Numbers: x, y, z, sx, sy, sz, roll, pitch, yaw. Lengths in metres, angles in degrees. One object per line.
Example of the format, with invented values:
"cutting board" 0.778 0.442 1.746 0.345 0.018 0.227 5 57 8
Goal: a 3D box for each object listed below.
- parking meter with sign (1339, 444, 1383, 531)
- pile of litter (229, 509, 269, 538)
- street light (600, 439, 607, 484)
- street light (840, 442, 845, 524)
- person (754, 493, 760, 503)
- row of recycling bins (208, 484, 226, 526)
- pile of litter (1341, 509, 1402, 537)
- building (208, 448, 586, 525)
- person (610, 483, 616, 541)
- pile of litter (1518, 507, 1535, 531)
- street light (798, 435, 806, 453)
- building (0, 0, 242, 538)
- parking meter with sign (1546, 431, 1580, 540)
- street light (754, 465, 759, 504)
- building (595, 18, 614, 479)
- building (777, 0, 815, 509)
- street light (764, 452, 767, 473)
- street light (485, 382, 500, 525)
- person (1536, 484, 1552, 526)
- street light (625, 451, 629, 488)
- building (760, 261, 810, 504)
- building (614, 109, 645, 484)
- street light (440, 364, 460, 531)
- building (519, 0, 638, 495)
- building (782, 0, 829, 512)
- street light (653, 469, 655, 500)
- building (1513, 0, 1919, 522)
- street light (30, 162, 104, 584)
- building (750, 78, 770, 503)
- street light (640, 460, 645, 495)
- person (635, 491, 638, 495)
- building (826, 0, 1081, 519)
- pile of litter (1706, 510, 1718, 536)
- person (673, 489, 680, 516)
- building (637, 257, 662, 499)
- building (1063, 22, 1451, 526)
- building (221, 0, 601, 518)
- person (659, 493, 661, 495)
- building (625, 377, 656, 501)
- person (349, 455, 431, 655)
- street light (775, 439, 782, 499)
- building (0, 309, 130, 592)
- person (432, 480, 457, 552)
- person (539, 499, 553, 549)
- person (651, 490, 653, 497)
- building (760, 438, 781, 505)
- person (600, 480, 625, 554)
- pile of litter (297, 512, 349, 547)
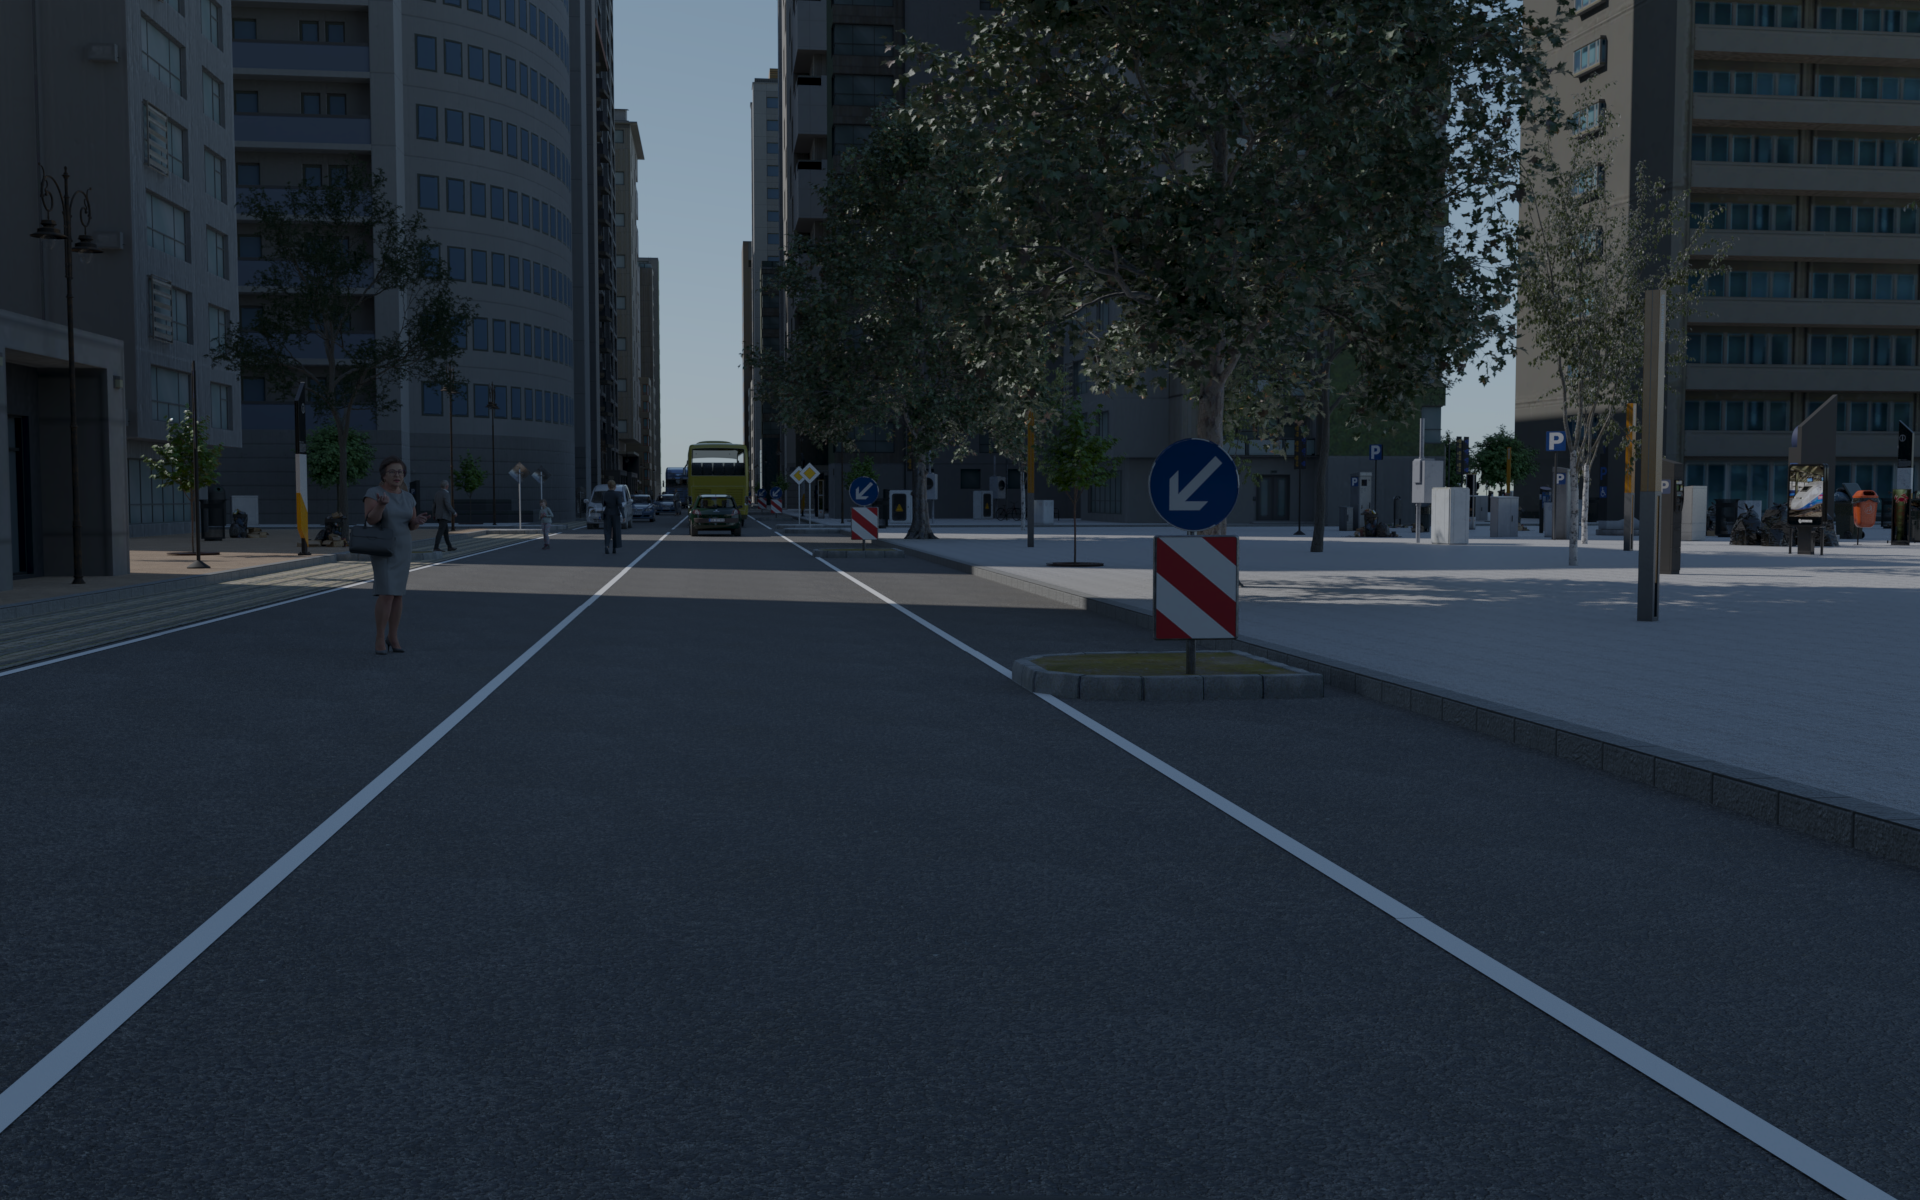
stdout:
"parking meter with sign" 13.953 -3.922 60.390 1.738 3.016 0.543 -3 4 -37
"pile of litter" -20.956 -2.269 51.071 1.176 0.858 1.719 0 4 2
"street light" -29.987 -10.607 146.217 0.468 5.910 1.993 0 4 -8
"street light" -5.117 -6.266 75.243 0.468 5.910 1.993 0 4 -8
"person" -27.087 -13.541 230.621 0.799 1.438 0.628 -1 4 -18
"row of recycling bins" -31.231 -3.795 69.168 3.534 1.692 1.069 -1 4 -23
"pile of litter" 12.283 -2.308 51.694 1.719 0.858 1.176 3 5 41
"building" -30.256 -33.246 85.563 21.231 58.520 28.212 0 4 -8
"person" -10.631 -2.703 53.032 0.374 1.781 0.599 2 4 28
"pile of litter" 19.317 -2.856 60.663 1.176 0.858 1.719 -1 4 -18
"street light" -10.135 -8.440 110.779 0.468 5.910 1.993 0 4 -8
"building" -31.050 -22.639 53.745 14.086 41.232 14.154 0 4 -8
"parking meter with sign" 17.013 -3.211 48.769 0.543 3.016 1.738 2 4 35
"street light" -27.535 -15.907 232.872 0.468 5.910 1.993 0 4 -8
"building" -43.239 -30.708 156.697 22.147 44.769 28.867 0 4 -8
"building" -6.567 -38.006 163.391 21.231 58.520 28.212 0 4 -8
"street light" -20.807 -13.018 185.624 0.468 5.910 1.993 0 4 -8
"street light" -19.195 -6.022 71.247 0.468 5.910 1.993 0 4 -8
"person" 25.155 -4.044 74.389 0.659 1.850 0.755 -3 4 -36
"street light" -35.098 -12.836 182.655 0.468 5.910 1.993 0 4 -8
"building" -17.845 -27.174 216.001 14.160 30.474 14.107 0 4 -8
"building" -58.317 -39.752 239.189 28.713 52.752 27.495 0 4 -8
"street light" -17.650 -5.341 60.114 0.468 5.910 1.993 0 4 -8
"building" -48.386 -46.657 201.086 20.563 71.187 20.611 0 4 -8
"building" 1.226 -32.764 124.926 28.713 52.752 27.495 0 4 -8
"street light" -46.732 -17.854 264.699 0.468 5.910 1.993 0 4 -8
"building" 40.694 -28.441 88.711 21.600 48.544 21.300 0 4 -8
"street light" -12.602 -3.168 24.583 0.468 5.910 1.993 0 4 -8
"building" -19.178 -43.169 247.817 21.231 58.520 28.212 0 4 -8
"street light" -41.638 -15.643 228.545 0.468 5.910 1.993 0 4 -8
"person" -27.975 -8.551 149.031 0.721 1.735 1.217 -2 4 -31
"building" -0.483 -19.855 96.326 14.160 30.474 14.107 0 4 -8
"pile of litter" 22.970 -2.393 53.098 1.719 0.858 1.176 0 4 -1
"person" -18.486 -6.353 112.641 0.520 1.790 0.573 1 4 10
"building" -57.551 -37.107 290.289 14.154 41.232 14.086 0 4 -8
"building" 12.858 -24.157 78.564 14.086 41.232 14.154 0 4 -8
"building" -37.042 -35.420 121.108 21.231 58.520 28.212 0 4 -8
"person" -49.414 -16.840 284.606 0.599 1.433 0.991 1 4 10
"building" -61.689 -25.908 268.636 27.650 21.520 28.899 0 4 -8
"person" -5.124 -0.408 15.533 0.532 1.782 0.716 3 5 39
"street light" -15.758 -10.844 150.093 0.468 5.910 1.993 0 4 -8
"building" -22.804 -35.567 19.769 20.563 71.187 20.611 0 4 -8
"person" -12.720 -2.078 42.872 0.661 1.777 0.834 2 4 34
"person" -10.773 -1.971 45.008 0.425 1.301 0.394 1 4 10
"person" -45.102 -15.160 253.546 0.705 1.869 1.348 -1 4 -19
"building" -10.823 -53.796 192.233 22.319 86.520 31.000 0 4 -8
"person" -8.339 -1.998 41.581 0.576 1.772 0.534 -1 4 -15
"pile of litter" -15.375 -1.722 42.127 1.719 0.858 1.176 3 4 38
